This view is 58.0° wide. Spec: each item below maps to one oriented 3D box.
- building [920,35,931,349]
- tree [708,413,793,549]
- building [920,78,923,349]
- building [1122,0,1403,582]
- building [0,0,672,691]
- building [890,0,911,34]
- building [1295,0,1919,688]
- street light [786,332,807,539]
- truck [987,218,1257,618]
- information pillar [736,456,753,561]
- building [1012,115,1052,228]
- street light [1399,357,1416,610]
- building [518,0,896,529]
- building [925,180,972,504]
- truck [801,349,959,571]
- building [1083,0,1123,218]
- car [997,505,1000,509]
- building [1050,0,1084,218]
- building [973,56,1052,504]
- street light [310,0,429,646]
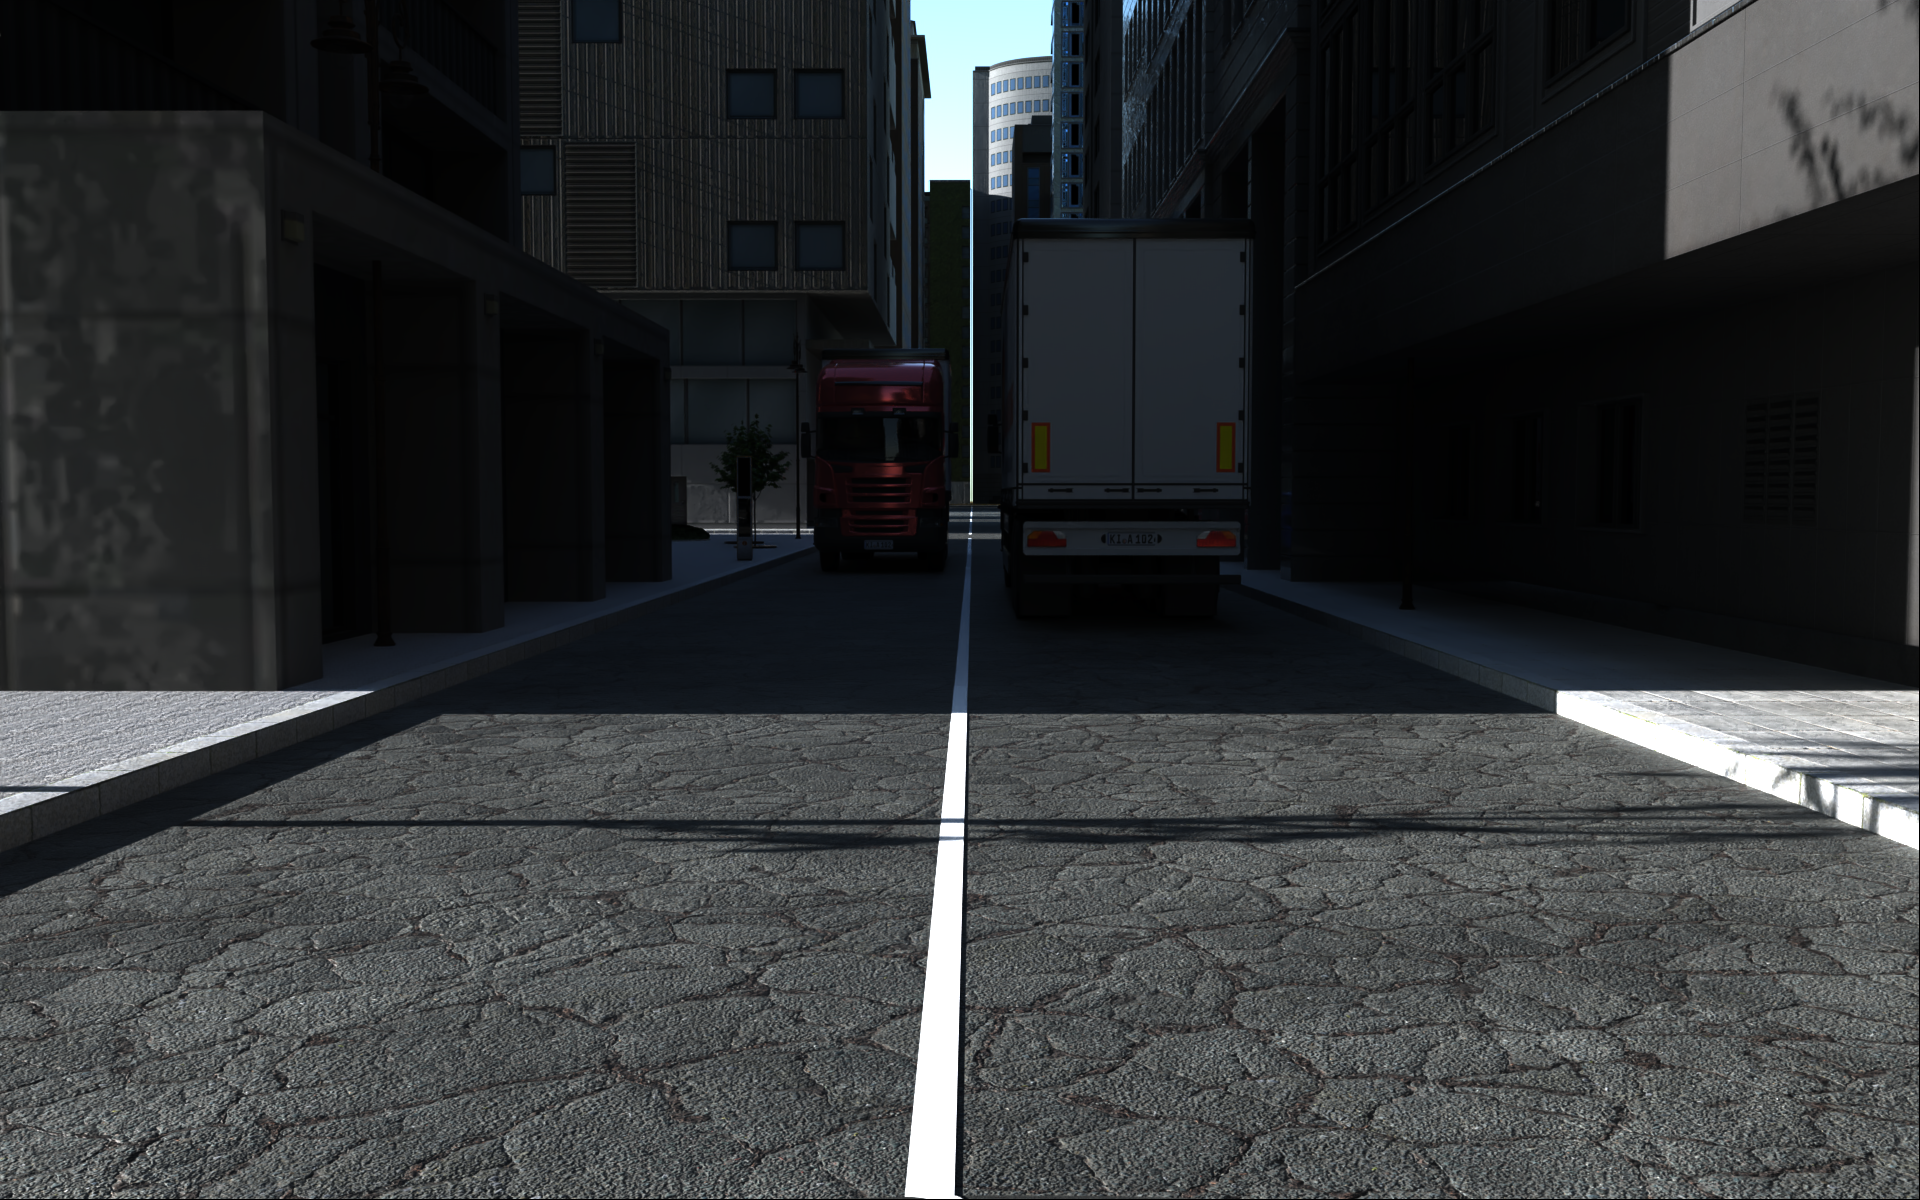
[{"bbox_3d":[-17.365,-37.316,199.349,27.495,52.752,28.713,0,4,0],"label":"building"},{"bbox_3d":[-4.752,-2.849,41.178,1.663,3.219,1.824,0,3,0],"label":"tree"},{"bbox_3d":[-10.907,-32.136,175.530,14.600,45.320,14.200,0,4,0],"label":"building"},{"bbox_3d":[10.330,-16.001,39.114,11.434,29.767,29.804,0,4,0],"label":"building"},{"bbox_3d":[-14.570,-35.547,19.453,20.563,71.187,20.611,0,4,0],"label":"building"},{"bbox_3d":[-10.093,-27.734,103.565,14.600,45.320,14.200,0,4,0],"label":"building"},{"bbox_3d":[11.675,-13.382,12.304,14.314,27.812,24.014,0,4,0],"label":"building"},{"bbox_3d":[-4.646,-4.697,49.579,0.468,5.910,1.993,0,4,0],"label":"street light"},{"bbox_3d":[1.813,-2.099,23.236,2.839,4.237,11.283,0,4,0],"label":"truck"},{"bbox_3d":[-4.163,-1.771,33.456,0.304,2.012,0.304,0,4,-6],"label":"information pillar"},{"bbox_3d":[13.187,-33.974,205.580,14.600,45.320,14.200,0,4,0],"label":"building"},{"bbox_3d":[4.979,-2.833,19.107,0.468,5.910,1.993,0,4,0],"label":"street light"},{"bbox_3d":[-16.642,-29.685,74.592,28.713,52.752,27.495,0,4,0],"label":"building"},{"bbox_3d":[-5.485,-33.287,227.831,14.086,41.232,14.154,0,4,0],"label":"building"},{"bbox_3d":[-1.436,-2.861,35.688,2.839,4.237,11.283,0,3,0],"label":"truck"},{"bbox_3d":[15.843,-38.611,69.549,20.611,71.187,20.563,0,4,0],"label":"building"},{"bbox_3d":[2.229,-2.663,52.582,2.155,1.783,4.494,0,4,-1],"label":"car"},{"bbox_3d":[17.192,-51.674,157.542,22.319,86.520,31.000,0,4,0],"label":"building"},{"bbox_3d":[15.780,-42.121,230.672,28.212,58.520,21.231,0,4,0],"label":"building"},{"bbox_3d":[-4.872,-2.550,14.486,0.468,5.910,1.993,0,4,0],"label":"street light"}]
